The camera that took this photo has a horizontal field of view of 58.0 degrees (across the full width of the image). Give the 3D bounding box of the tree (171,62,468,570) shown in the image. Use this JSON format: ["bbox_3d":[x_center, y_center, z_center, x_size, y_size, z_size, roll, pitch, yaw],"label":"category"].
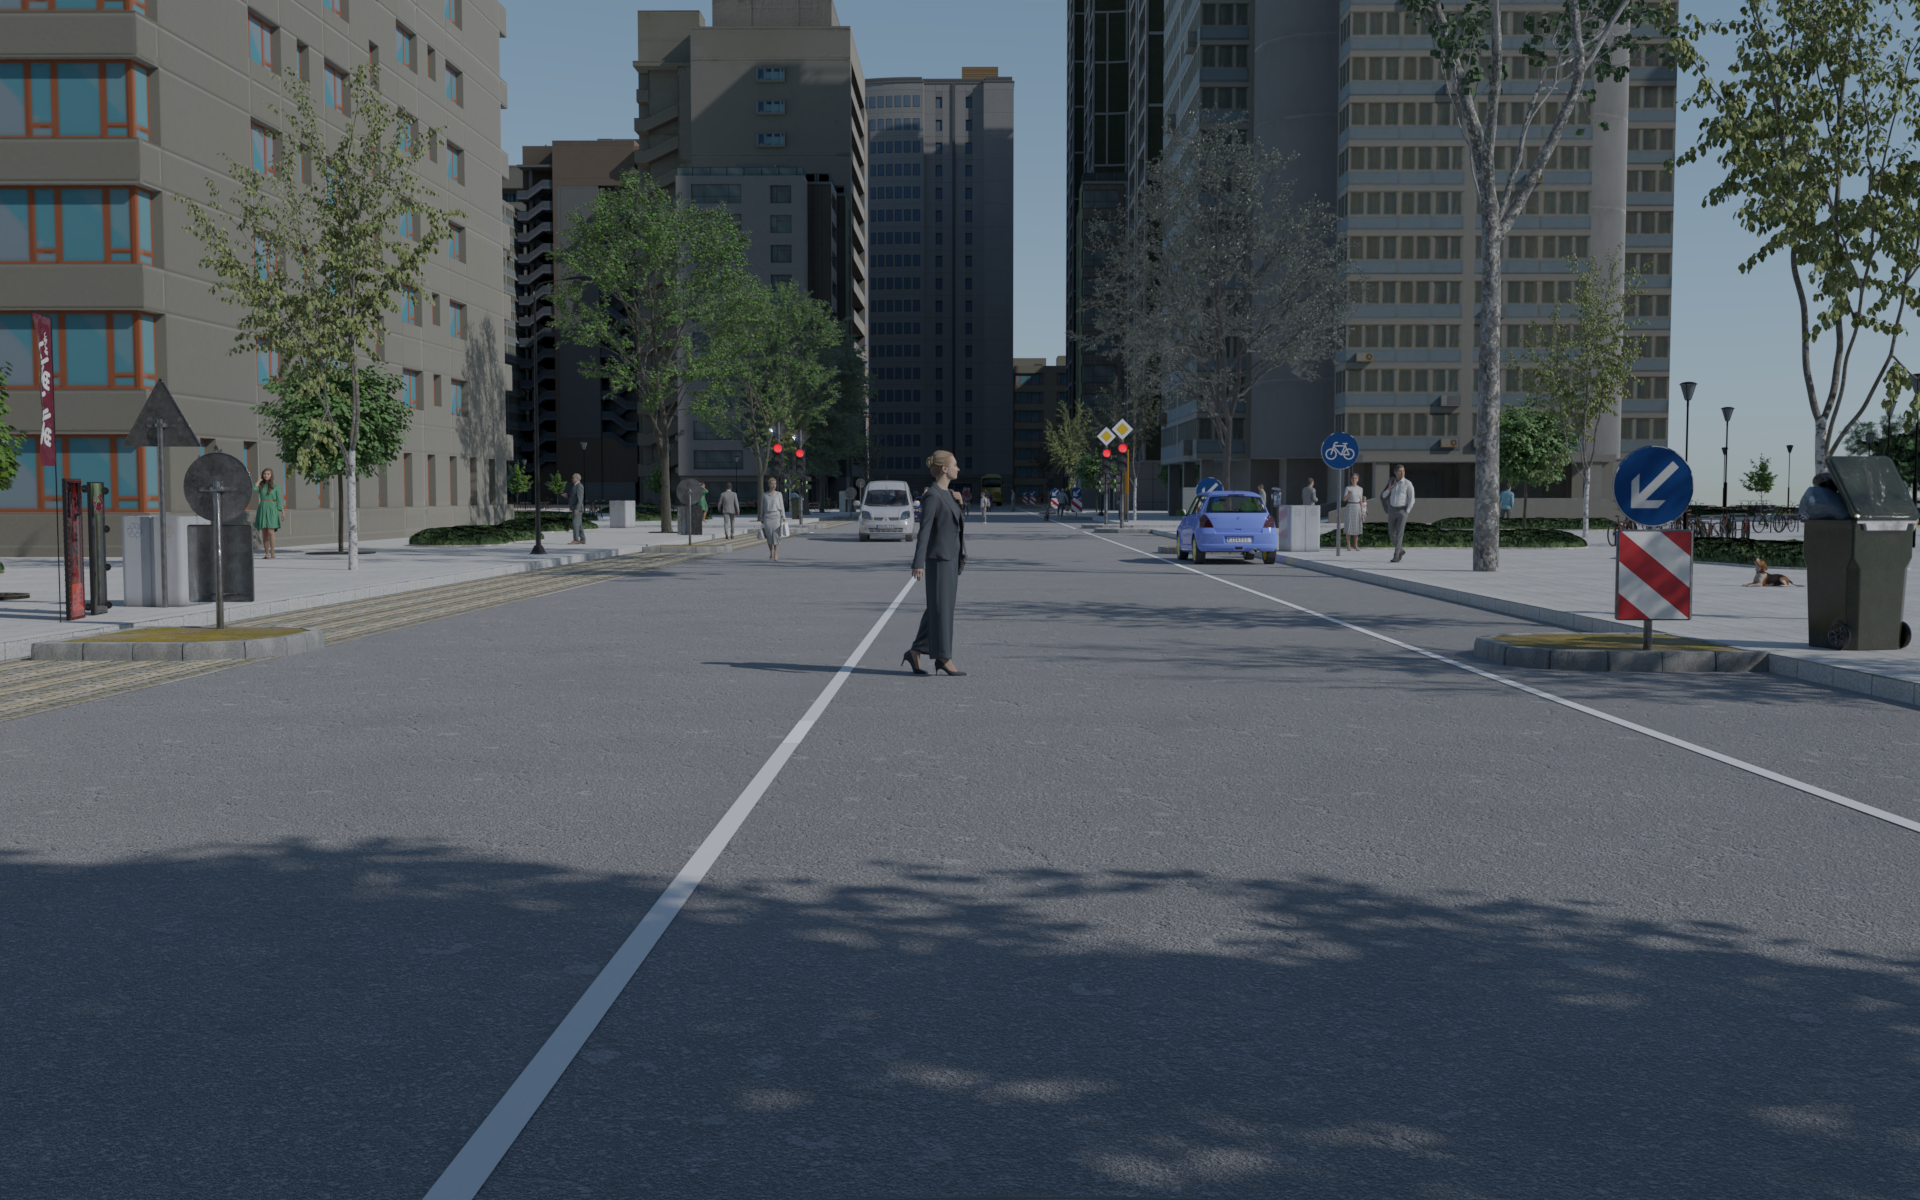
[{"bbox_3d":[-10.492,-4.808,28.976,4.737,8.622,4.395,0,3,0],"label":"tree"}]

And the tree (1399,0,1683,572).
[{"bbox_3d":[9.863,-10.478,27.208,12.611,20.169,13.585,0,3,0],"label":"tree"}]

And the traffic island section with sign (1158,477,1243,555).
[{"bbox_3d":[5.841,-2.040,41.990,1.989,1.847,2.006,0,4,1],"label":"traffic island section with sign"}]

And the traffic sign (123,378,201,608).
[{"bbox_3d":[-8.970,-1.191,19.472,0.884,2.594,0.081,0,4,2],"label":"traffic sign"}]

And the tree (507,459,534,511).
[{"bbox_3d":[-24.488,-6.196,95.904,1.663,3.219,1.824,0,3,0],"label":"tree"}]

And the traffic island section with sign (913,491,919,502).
[{"bbox_3d":[-5.079,-11.795,201.469,1.989,1.847,2.006,0,4,1],"label":"traffic island section with sign"}]

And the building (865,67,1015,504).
[{"bbox_3d":[-6.736,-42.839,242.408,28.212,58.520,21.231,0,4,1],"label":"building"}]

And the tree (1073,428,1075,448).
[{"bbox_3d":[9.549,-9.989,113.686,4.360,8.622,3.978,0,3,0],"label":"tree"}]

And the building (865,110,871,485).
[{"bbox_3d":[-17.242,-33.151,192.135,14.600,45.320,14.200,0,4,1],"label":"building"}]

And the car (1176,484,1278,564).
[{"bbox_3d":[5.591,-1.654,36.639,1.945,1.707,3.694,0,4,-1],"label":"car"}]

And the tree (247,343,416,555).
[{"bbox_3d":[-13.374,-3.262,37.051,4.285,4.588,4.351,0,3,0],"label":"tree"}]

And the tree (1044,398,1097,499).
[{"bbox_3d":[8.499,-11.120,132.181,4.737,8.622,4.395,0,3,0],"label":"tree"}]

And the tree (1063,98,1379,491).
[{"bbox_3d":[8.291,-8.789,54.063,12.009,13.543,11.850,0,3,0],"label":"tree"}]

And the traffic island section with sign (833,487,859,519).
[{"bbox_3d":[-6.119,-5.463,97.947,1.989,1.847,2.006,0,4,1],"label":"traffic island section with sign"}]

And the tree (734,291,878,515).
[{"bbox_3d":[-9.569,-12.215,106.374,9.857,13.997,8.962,0,3,0],"label":"tree"}]

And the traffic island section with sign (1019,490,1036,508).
[{"bbox_3d":[7.179,-10.138,174.379,1.989,1.847,2.006,0,4,1],"label":"traffic island section with sign"}]

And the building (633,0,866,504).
[{"bbox_3d":[-20.806,-33.653,173.922,21.300,48.544,21.600,0,4,1],"label":"building"}]

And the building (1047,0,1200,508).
[{"bbox_3d":[21.377,-47.184,209.707,20.563,71.187,20.611,0,4,1],"label":"building"}]

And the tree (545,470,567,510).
[{"bbox_3d":[-32.483,-8.899,140.095,1.663,3.219,1.824,0,3,0],"label":"tree"}]

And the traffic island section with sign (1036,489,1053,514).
[{"bbox_3d":[6.674,-7.067,124.181,1.989,1.847,2.006,0,4,1],"label":"traffic island section with sign"}]

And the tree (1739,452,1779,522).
[{"bbox_3d":[37.172,-5.240,80.279,1.663,3.219,1.824,0,3,0],"label":"tree"}]

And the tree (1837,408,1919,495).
[{"bbox_3d":[63.699,-9.199,113.309,11.467,7.101,20.602,0,4,-2],"label":"tree"}]

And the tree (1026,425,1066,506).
[{"bbox_3d":[9.003,-14.010,179.426,4.360,8.622,3.978,0,3,0],"label":"tree"}]

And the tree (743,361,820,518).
[{"bbox_3d":[-9.322,-8.739,93.237,4.737,8.622,4.395,0,3,0],"label":"tree"}]

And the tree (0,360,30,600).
[{"bbox_3d":[-11.968,-1.630,21.253,1.663,3.219,1.824,0,3,0],"label":"tree"}]

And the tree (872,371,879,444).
[{"bbox_3d":[-9.187,-9.467,80.538,9.928,11.665,9.643,0,3,0],"label":"tree"}]

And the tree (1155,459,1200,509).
[{"bbox_3d":[14.689,-8.032,115.032,4.285,4.588,4.351,0,3,0],"label":"tree"}]

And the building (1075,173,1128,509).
[{"bbox_3d":[17.740,-23.633,158.105,14.160,30.474,14.107,0,4,1],"label":"building"}]

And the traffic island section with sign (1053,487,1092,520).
[{"bbox_3d":[6.396,-5.419,97.227,1.989,1.847,2.006,0,4,1],"label":"traffic island section with sign"}]

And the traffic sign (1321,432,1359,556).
[{"bbox_3d":[7.805,-2.175,35.661,0.768,2.556,0.104,0,4,4],"label":"traffic sign"}]

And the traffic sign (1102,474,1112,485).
[{"bbox_3d":[8.501,-6.131,100.352,0.768,2.556,0.104,0,4,2],"label":"traffic sign"}]

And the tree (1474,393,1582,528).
[{"bbox_3d":[18.313,-4.423,56.037,4.285,4.588,4.351,0,3,0],"label":"tree"}]

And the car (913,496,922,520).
[{"bbox_3d":[-1.705,-4.654,88.671,1.945,1.354,3.894,0,4,-1],"label":"car"}]

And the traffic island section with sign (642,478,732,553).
[{"bbox_3d":[-6.675,-2.082,42.676,1.989,1.847,2.006,0,4,1],"label":"traffic island section with sign"}]

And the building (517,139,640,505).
[{"bbox_3d":[-45.784,-34.528,214.649,14.200,45.320,14.600,0,4,1],"label":"building"}]

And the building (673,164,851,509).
[{"bbox_3d":[-17.419,-23.477,155.545,14.160,30.474,14.107,0,4,1],"label":"building"}]

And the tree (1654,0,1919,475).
[{"bbox_3d":[8.803,-4.091,17.244,4.737,8.622,4.395,0,3,0],"label":"tree"}]

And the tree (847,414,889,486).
[{"bbox_3d":[-8.052,-12.192,149.701,4.360,8.622,3.978,0,3,0],"label":"tree"}]

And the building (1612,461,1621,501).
[{"bbox_3d":[65.885,-36.019,208.526,30.456,49.044,23.786,0,4,1],"label":"building"}]

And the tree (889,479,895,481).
[{"bbox_3d":[-7.897,-12.606,200.717,1.663,3.219,1.824,0,3,0],"label":"tree"}]

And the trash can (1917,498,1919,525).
[{"bbox_3d":[39.799,-3.666,71.590,0.748,1.137,0.748,0,3,0],"label":"trash can"}]

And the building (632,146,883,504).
[{"bbox_3d":[-24.288,-34.021,210.868,28.867,44.769,22.147,0,4,1],"label":"building"}]

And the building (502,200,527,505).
[{"bbox_3d":[-64.969,-31.457,206.207,23.993,40.220,32.217,0,4,1],"label":"building"}]

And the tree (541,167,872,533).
[{"bbox_3d":[-9.822,-8.002,56.595,9.928,11.665,9.643,0,3,0],"label":"tree"}]

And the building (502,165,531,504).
[{"bbox_3d":[-67.356,-37.856,242.651,21.600,48.544,21.300,0,4,1],"label":"building"}]

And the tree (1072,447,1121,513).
[{"bbox_3d":[9.452,-8.358,120.361,4.285,4.588,4.351,0,3,0],"label":"tree"}]

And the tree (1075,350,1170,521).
[{"bbox_3d":[8.376,-8.167,83.899,4.360,8.622,3.978,0,3,0],"label":"tree"}]

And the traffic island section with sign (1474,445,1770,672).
[{"bbox_3d":[5.560,-0.385,14.918,1.989,1.847,2.006,0,4,1],"label":"traffic island section with sign"}]

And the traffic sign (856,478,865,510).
[{"bbox_3d":[-7.977,-8.491,138.933,0.768,2.556,0.104,0,4,6],"label":"traffic sign"}]

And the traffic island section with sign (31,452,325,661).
[{"bbox_3d":[-6.944,-0.434,15.722,1.989,1.847,2.006,0,4,1],"label":"traffic island section with sign"}]

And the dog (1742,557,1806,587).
[{"bbox_3d":[11.269,-0.381,23.968,0.748,0.427,0.550,3,4,38],"label":"dog"}]

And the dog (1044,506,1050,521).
[{"bbox_3d":[4.691,-4.576,91.654,0.513,0.831,0.800,3,4,37],"label":"dog"}]

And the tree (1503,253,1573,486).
[{"bbox_3d":[18.487,-6.170,51.249,4.737,8.622,4.395,0,3,0],"label":"tree"}]

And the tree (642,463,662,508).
[{"bbox_3d":[-18.561,-6.796,105.718,1.663,3.219,1.824,0,3,0],"label":"tree"}]

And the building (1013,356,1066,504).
[{"bbox_3d":[21.854,-24.573,246.813,28.899,21.520,27.650,0,4,1],"label":"building"}]
